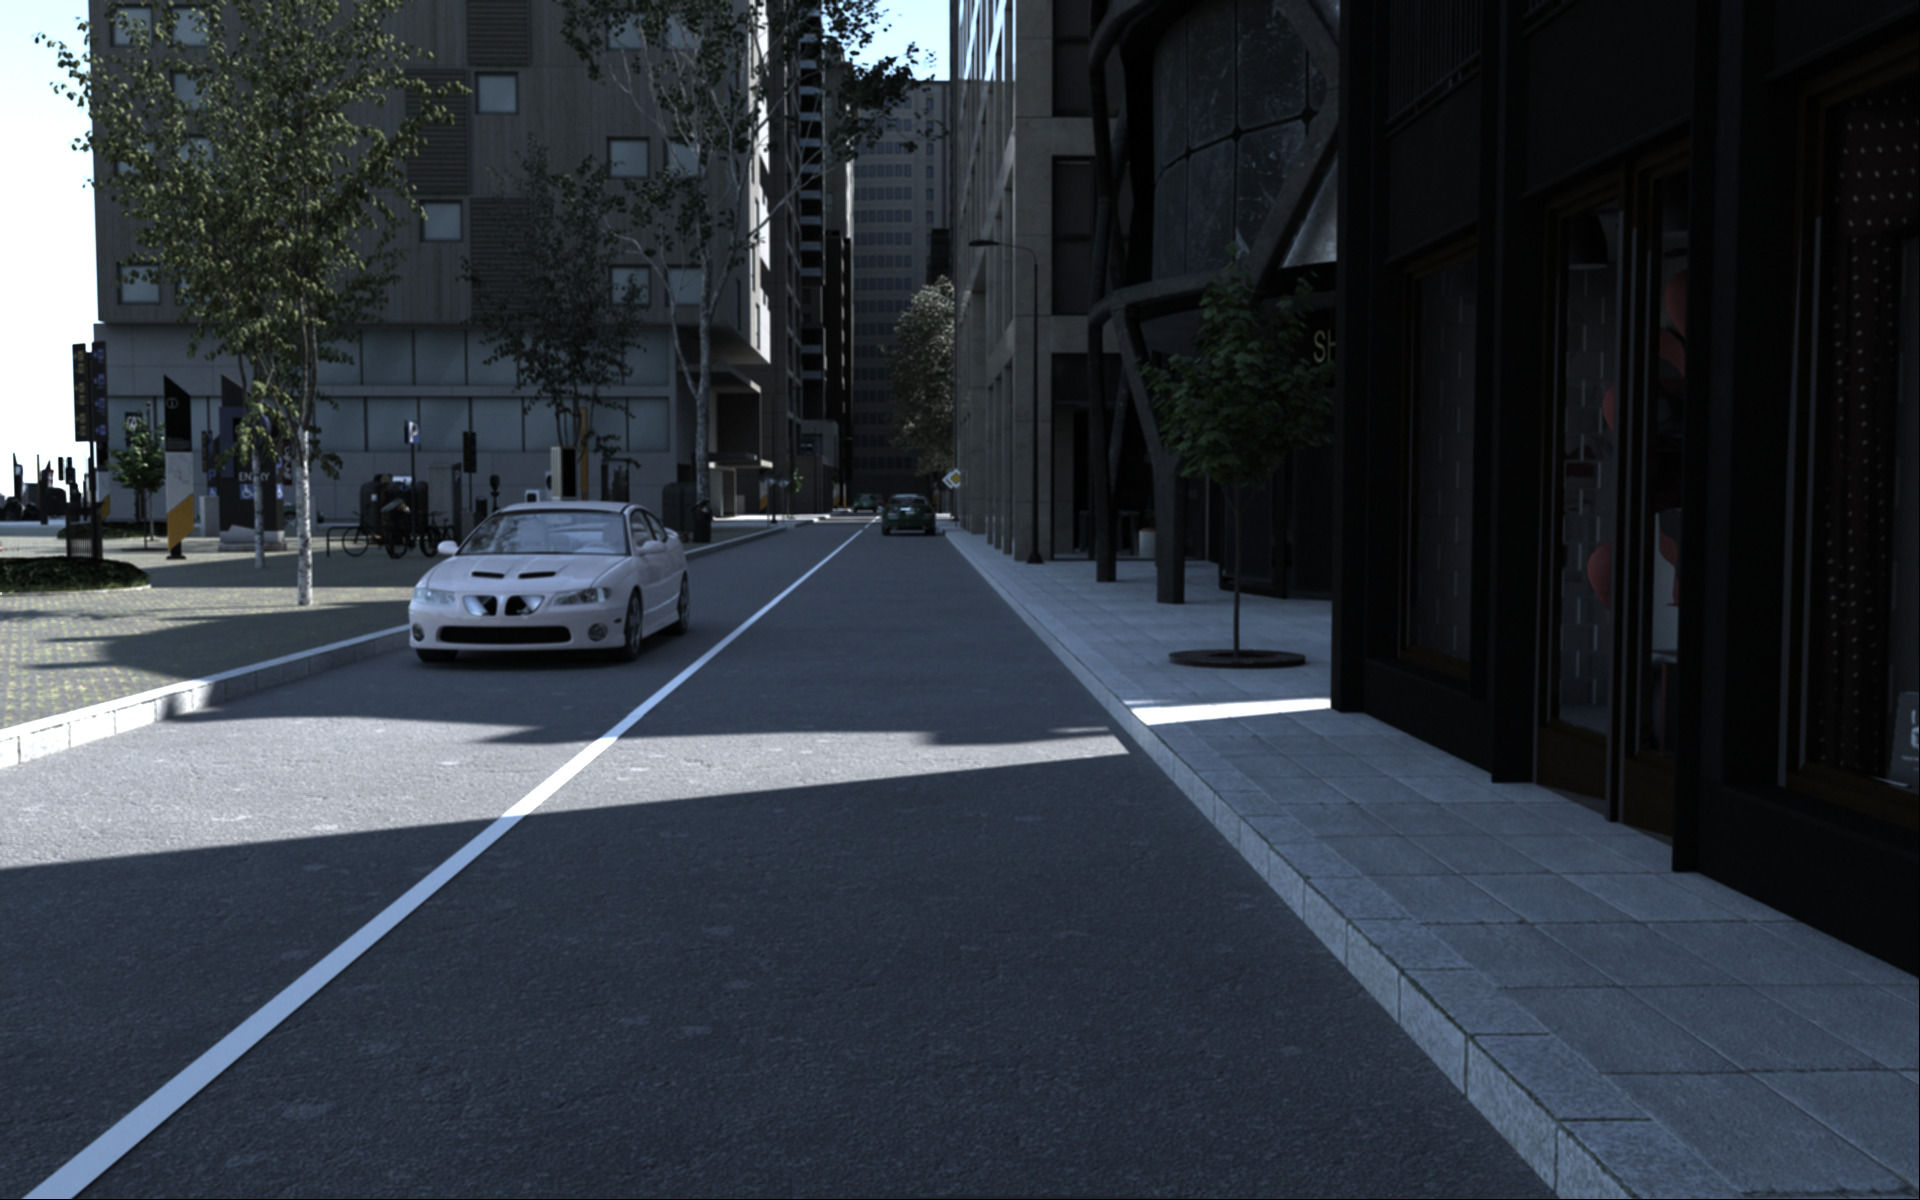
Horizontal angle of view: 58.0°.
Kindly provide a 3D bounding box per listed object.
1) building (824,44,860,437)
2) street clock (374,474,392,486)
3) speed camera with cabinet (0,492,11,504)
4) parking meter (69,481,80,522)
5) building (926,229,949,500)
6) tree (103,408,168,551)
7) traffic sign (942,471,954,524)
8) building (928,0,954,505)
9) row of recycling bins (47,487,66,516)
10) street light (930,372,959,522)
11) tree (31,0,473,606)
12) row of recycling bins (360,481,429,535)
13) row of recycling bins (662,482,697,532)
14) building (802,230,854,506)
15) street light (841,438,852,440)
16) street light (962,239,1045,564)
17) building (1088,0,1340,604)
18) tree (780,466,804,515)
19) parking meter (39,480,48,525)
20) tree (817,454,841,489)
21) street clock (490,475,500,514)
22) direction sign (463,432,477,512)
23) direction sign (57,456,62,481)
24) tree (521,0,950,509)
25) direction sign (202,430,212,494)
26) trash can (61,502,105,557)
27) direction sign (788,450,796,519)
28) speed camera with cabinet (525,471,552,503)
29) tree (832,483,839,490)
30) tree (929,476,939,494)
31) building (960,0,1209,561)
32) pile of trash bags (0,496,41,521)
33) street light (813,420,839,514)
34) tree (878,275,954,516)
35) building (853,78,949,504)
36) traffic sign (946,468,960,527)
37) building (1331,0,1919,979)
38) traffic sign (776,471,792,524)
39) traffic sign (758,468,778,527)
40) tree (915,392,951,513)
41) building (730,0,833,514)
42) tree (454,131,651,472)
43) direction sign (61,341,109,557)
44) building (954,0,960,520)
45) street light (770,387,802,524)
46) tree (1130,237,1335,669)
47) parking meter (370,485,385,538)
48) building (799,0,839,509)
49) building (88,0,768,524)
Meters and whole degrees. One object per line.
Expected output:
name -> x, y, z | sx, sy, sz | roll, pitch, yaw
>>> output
building -> -26.235, -37.968, 210.016 | 27.495, 52.752, 28.713 | 0, 4, -2
street clock -> -21.115, -3.583, 63.152 | 0.358, 2.002, 0.471 | 2, 4, 25
speed camera with cabinet -> -65.739, -7.578, 118.236 | 0.660, 3.252, 2.038 | 1, 4, 11
parking meter -> -40.814, -4.534, 79.835 | 0.399, 1.863, 0.255 | -3, 4, -39
building -> 3.772, -25.598, 190.222 | 14.160, 30.474, 14.107 | 0, 4, -2
tree -> -18.582, -2.734, 39.302 | 1.663, 3.219, 1.824 | 0, 3, 0
traffic sign -> -0.397, -4.361, 74.945 | 0.795, 2.450, 0.064 | 0, 4, -2
building -> 7.176, -44.862, 171.749 | 20.563, 71.187, 20.611 | 0, 4, -2
row of recycling bins -> -53.109, -5.781, 101.638 | 1.069, 1.692, 3.534 | -1, 4, -20
street light -> -0.290, -5.726, 66.166 | 1.470, 5.913, 1.316 | 0, 4, -2
tree -> -7.781, -4.238, 19.649 | 4.737, 8.622, 4.395 | 0, 3, 0
row of recycling bins -> -17.797, -2.992, 56.035 | 1.069, 1.692, 3.534 | 3, 4, 37
row of recycling bins -> -9.575, -3.251, 60.265 | 1.069, 1.692, 3.534 | -2, 4, -25
building -> -18.835, -25.426, 187.417 | 14.160, 30.474, 14.107 | 0, 4, -2
street light -> -9.652, -10.460, 143.566 | 1.470, 5.913, 1.316 | 0, 4, -2
street light -> 0.843, -3.621, 31.750 | 1.470, 5.913, 1.316 | 0, 4, -2
building -> 10.128, -9.578, 24.050 | 16.820, 18.784, 16.811 | 0, 4, -2
tree -> -10.159, -6.742, 104.826 | 1.663, 3.219, 1.824 | 0, 3, 0
parking meter -> -38.636, -4.117, 73.024 | 0.255, 1.863, 0.399 | -2, 4, -23
tree -> -11.340, -9.449, 138.207 | 4.285, 4.588, 4.351 | 0, 3, 0
street clock -> -17.722, -3.758, 66.011 | 0.358, 2.002, 0.471 | 0, 4, 3
direction sign -> -17.885, -4.359, 63.261 | 0.379, 3.537, 0.876 | 1, 4, 14
direction sign -> -53.686, -6.850, 103.987 | 0.876, 3.537, 0.379 | 0, 4, -2
tree -> -6.660, -11.915, 50.699 | 12.611, 20.169, 13.585 | 0, 3, 0
direction sign -> -26.907, -4.280, 61.980 | 0.379, 3.537, 0.876 | -3, 5, -45
trash can -> -16.340, -1.263, 32.311 | 0.748, 1.137, 0.748 | 0, 3, 0
direction sign -> -8.694, -5.966, 89.543 | 0.379, 3.537, 0.876 | -1, 4, -16
speed camera with cabinet -> -15.844, -4.401, 66.296 | 2.038, 3.252, 0.660 | 3, 5, 42
tree -> -11.270, -9.253, 145.882 | 1.663, 3.219, 1.824 | 0, 3, 0
tree -> -2.286, -9.796, 154.759 | 1.663, 3.219, 1.824 | 0, 3, 0
building -> 10.107, -14.986, 49.543 | 19.350, 26.468, 34.151 | 0, 4, -2
pile of trash bags -> -45.200, -4.386, 81.462 | 1.912, 1.369, 3.447 | 2, 4, 26
street light -> -8.589, -8.363, 109.272 | 1.470, 5.913, 1.316 | 0, 4, -2
tree -> -0.177, -11.850, 100.410 | 9.857, 13.997, 8.962 | 0, 3, 0
building -> -8.355, -42.881, 243.104 | 28.212, 58.520, 21.231 | 0, 4, -2
traffic sign -> -0.149, -3.873, 66.964 | 0.795, 2.450, 0.064 | 0, 4, -2
building -> 8.613, -10.538, 1.976 | 12.332, 23.373, 15.834 | 0, 4, -2
traffic sign -> -7.638, -4.349, 74.742 | 0.795, 2.450, 0.064 | 0, 4, -2
traffic sign -> -7.391, -3.860, 66.761 | 0.795, 2.450, 0.064 | 0, 4, -2
tree -> -1.134, -10.375, 119.997 | 4.360, 8.622, 3.978 | 0, 3, 0
building -> -19.236, -41.557, 117.703 | 20.563, 71.187, 20.611 | 0, 4, -2
tree -> -8.077, -5.198, 35.356 | 4.360, 8.622, 3.978 | 0, 3, 0
direction sign -> -12.990, -2.075, 25.925 | 0.876, 3.537, 0.379 | 2, 4, 34
building -> 14.038, -33.046, 82.307 | 28.212, 58.520, 21.231 | 0, 4, -2
street light -> -7.534, -6.265, 74.977 | 1.470, 5.913, 1.316 | 0, 4, -2
tree -> 2.026, -1.140, 13.241 | 1.663, 3.219, 1.824 | 0, 3, 0
parking meter -> -15.844, -2.369, 47.145 | 0.372, 1.533, 0.369 | 0, 3, 0
building -> -22.584, -52.012, 163.068 | 22.319, 86.520, 31.000 | 0, 4, -2
building -> -23.828, -30.390, 86.116 | 28.713, 52.752, 27.495 | 0, 4, -2
